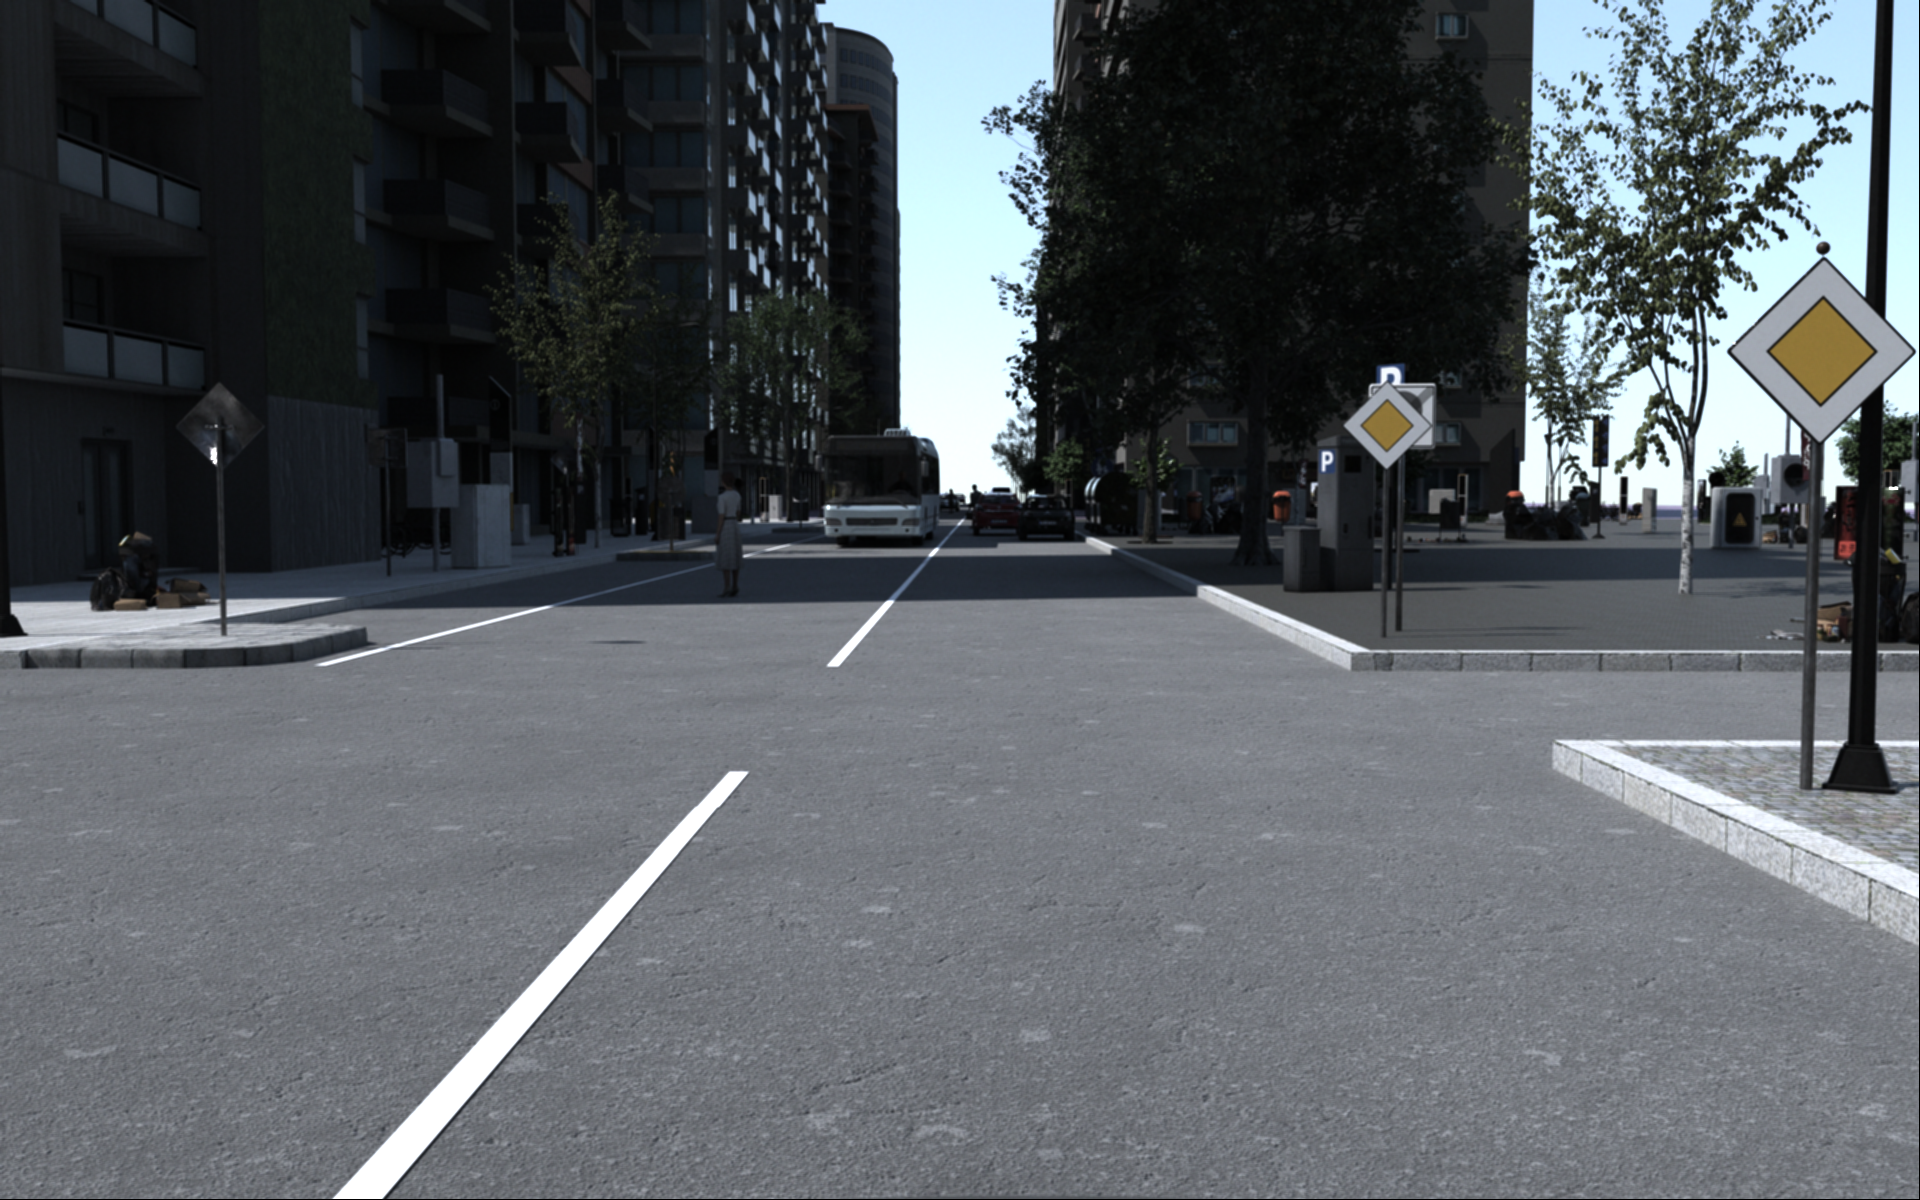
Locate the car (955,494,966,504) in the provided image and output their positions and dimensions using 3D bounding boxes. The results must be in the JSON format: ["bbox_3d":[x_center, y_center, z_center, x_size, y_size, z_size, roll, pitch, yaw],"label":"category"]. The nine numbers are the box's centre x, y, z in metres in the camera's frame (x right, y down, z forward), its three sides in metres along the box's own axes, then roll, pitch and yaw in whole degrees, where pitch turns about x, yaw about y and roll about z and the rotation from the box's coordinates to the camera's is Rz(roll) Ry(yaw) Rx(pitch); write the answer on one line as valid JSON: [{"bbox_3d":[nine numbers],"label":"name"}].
[{"bbox_3d":[-0.113,-14.596,247.683,2.155,1.783,4.494,0,4,1],"label":"car"}]

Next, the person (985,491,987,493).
[{"bbox_3d":[3.261,-13.061,222.055,0.705,1.823,1.348,1,4,11],"label":"person"}]

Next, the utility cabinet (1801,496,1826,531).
[{"bbox_3d":[29.247,-2.948,59.354,1.020,1.237,0.306,-2,4,-32],"label":"utility cabinet"}]

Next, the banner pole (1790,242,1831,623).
[{"bbox_3d":[8.447,-1.655,17.082,0.401,3.779,0.863,2,4,29],"label":"banner pole"}]

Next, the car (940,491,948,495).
[{"bbox_3d":[-1.534,-9.383,163.003,1.945,1.707,3.694,0,4,3],"label":"car"}]

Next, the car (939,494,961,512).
[{"bbox_3d":[-0.982,-8.044,143.311,2.131,1.459,4.920,0,4,2],"label":"car"}]

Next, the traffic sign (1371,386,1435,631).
[{"bbox_3d":[4.104,-0.857,16.139,0.606,2.300,0.079,0,4,7],"label":"traffic sign"}]

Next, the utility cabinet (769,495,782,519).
[{"bbox_3d":[-9.640,-4.794,89.550,1.020,1.237,0.306,3,5,42],"label":"utility cabinet"}]

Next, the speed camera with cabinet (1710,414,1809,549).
[{"bbox_3d":[18.772,-2.831,40.624,2.038,3.252,0.660,0,4,2],"label":"speed camera with cabinet"}]

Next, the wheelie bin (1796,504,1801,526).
[{"bbox_3d":[34.263,-3.790,69.874,0.980,1.594,0.693,-1,4,-12],"label":"wheelie bin"}]

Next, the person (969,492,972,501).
[{"bbox_3d":[1.312,-11.778,202.533,0.415,1.643,0.593,0,4,2],"label":"person"}]

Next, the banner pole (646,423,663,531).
[{"bbox_3d":[-10.775,-4.332,60.840,0.863,3.779,0.401,-3,5,-42],"label":"banner pole"}]

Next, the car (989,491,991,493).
[{"bbox_3d":[4.507,-13.282,225.835,2.281,1.827,5.304,0,4,1],"label":"car"}]

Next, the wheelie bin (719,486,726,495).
[{"bbox_3d":[-9.867,-3.862,71.052,0.980,1.594,0.693,-2,4,-25],"label":"wheelie bin"}]

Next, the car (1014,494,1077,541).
[{"bbox_3d":[2.699,-2.735,54.498,2.009,1.686,4.222,0,4,1],"label":"car"}]

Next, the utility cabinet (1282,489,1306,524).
[{"bbox_3d":[14.232,-3.981,73.771,1.173,1.500,0.318,-3,4,-37],"label":"utility cabinet"}]

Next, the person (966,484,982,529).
[{"bbox_3d":[0.690,-3.847,71.366,0.822,1.834,0.622,3,4,37],"label":"person"}]

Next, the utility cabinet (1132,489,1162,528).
[{"bbox_3d":[6.996,-3.458,65.209,1.173,1.500,0.318,2,4,30],"label":"utility cabinet"}]

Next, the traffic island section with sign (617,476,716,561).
[{"bbox_3d":[-6.354,-1.794,37.954,1.989,1.847,2.006,0,4,1],"label":"traffic island section with sign"}]

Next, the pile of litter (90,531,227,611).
[{"bbox_3d":[-9.132,-0.353,19.744,1.176,0.858,1.719,3,4,36],"label":"pile of litter"}]

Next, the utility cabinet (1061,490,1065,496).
[{"bbox_3d":[5.362,-4.900,88.786,0.318,1.500,1.173,0,4,-3],"label":"utility cabinet"}]

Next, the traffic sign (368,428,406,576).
[{"bbox_3d":[-8.919,-1.521,26.994,0.606,2.300,0.079,0,4,3],"label":"traffic sign"}]

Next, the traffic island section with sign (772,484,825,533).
[{"bbox_3d":[-5.946,-3.442,64.906,1.989,1.847,2.006,0,4,1],"label":"traffic island section with sign"}]

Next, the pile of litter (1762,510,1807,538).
[{"bbox_3d":[21.538,-1.916,45.292,1.719,0.858,1.176,2,4,29],"label":"pile of litter"}]

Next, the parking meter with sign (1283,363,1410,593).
[{"bbox_3d":[5.093,-1.632,22.947,1.738,3.016,0.543,-2,4,-29],"label":"parking meter with sign"}]

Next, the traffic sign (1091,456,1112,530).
[{"bbox_3d":[4.780,-3.557,58.260,0.768,2.556,0.104,0,4,6],"label":"traffic sign"}]

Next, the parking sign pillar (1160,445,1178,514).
[{"bbox_3d":[10.515,-6.145,88.935,1.447,3.967,1.447,3,4,37],"label":"parking sign pillar"}]

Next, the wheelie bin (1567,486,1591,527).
[{"bbox_3d":[24.389,-3.689,68.225,0.693,1.594,0.980,-2,4,-29],"label":"wheelie bin"}]

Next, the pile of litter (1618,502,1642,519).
[{"bbox_3d":[34.666,-4.571,88.701,1.176,0.858,1.719,-3,5,-43],"label":"pile of litter"}]

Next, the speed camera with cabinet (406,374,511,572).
[{"bbox_3d":[-8.513,-2.148,29.453,0.660,3.252,2.038,1,4,23],"label":"speed camera with cabinet"}]

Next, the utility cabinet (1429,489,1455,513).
[{"bbox_3d":[23.068,-4.541,82.921,1.173,1.500,0.318,3,4,37],"label":"utility cabinet"}]

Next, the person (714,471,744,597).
[{"bbox_3d":[-3.283,-0.925,24.190,0.524,1.755,0.480,2,4,33],"label":"person"}]

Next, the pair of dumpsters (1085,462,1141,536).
[{"bbox_3d":[4.882,-3.218,55.115,1.574,2.255,4.437,0,4,1],"label":"pair of dumpsters"}]

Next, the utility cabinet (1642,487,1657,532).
[{"bbox_3d":[23.045,-3.008,57.858,0.318,1.500,1.173,2,4,29],"label":"utility cabinet"}]

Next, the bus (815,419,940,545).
[{"bbox_3d":[-2.145,-3.439,51.079,2.948,3.499,13.247,0,4,2],"label":"bus"}]

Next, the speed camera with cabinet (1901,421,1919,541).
[{"bbox_3d":[25.285,-3.204,46.721,2.038,3.252,0.660,-1,4,-14],"label":"speed camera with cabinet"}]

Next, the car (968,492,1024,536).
[{"bbox_3d":[1.344,-3.168,60.834,2.155,1.783,4.494,0,4,0],"label":"car"}]

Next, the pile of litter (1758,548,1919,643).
[{"bbox_3d":[8.027,-0.080,15.279,1.719,0.858,1.176,3,4,37],"label":"pile of litter"}]

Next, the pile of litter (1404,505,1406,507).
[{"bbox_3d":[21.196,-4.268,83.745,1.176,0.858,1.719,-3,5,-40],"label":"pile of litter"}]

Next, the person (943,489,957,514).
[{"bbox_3d":[-0.689,-7.279,127.508,1.348,1.824,0.705,-3,5,-45],"label":"person"}]

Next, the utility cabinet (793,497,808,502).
[{"bbox_3d":[-8.032,-4.653,87.233,0.306,1.237,1.020,-2,4,-35],"label":"utility cabinet"}]

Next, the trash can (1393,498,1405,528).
[{"bbox_3d":[16.520,-3.305,65.691,0.748,1.137,0.748,0,3,0],"label":"trash can"}]

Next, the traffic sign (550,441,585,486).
[{"bbox_3d":[-8.528,-2.229,37.630,0.795,2.450,0.064,1,4,10],"label":"traffic sign"}]

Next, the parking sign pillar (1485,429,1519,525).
[{"bbox_3d":[22.625,-5.108,71.994,1.447,3.967,1.447,-2,4,-26],"label":"parking sign pillar"}]

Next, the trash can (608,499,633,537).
[{"bbox_3d":[-10.161,-2.459,51.858,0.748,1.137,0.748,0,3,0],"label":"trash can"}]

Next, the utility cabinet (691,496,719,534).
[{"bbox_3d":[-8.216,-2.763,56.344,1.020,1.237,0.306,0,4,-1],"label":"utility cabinet"}]
